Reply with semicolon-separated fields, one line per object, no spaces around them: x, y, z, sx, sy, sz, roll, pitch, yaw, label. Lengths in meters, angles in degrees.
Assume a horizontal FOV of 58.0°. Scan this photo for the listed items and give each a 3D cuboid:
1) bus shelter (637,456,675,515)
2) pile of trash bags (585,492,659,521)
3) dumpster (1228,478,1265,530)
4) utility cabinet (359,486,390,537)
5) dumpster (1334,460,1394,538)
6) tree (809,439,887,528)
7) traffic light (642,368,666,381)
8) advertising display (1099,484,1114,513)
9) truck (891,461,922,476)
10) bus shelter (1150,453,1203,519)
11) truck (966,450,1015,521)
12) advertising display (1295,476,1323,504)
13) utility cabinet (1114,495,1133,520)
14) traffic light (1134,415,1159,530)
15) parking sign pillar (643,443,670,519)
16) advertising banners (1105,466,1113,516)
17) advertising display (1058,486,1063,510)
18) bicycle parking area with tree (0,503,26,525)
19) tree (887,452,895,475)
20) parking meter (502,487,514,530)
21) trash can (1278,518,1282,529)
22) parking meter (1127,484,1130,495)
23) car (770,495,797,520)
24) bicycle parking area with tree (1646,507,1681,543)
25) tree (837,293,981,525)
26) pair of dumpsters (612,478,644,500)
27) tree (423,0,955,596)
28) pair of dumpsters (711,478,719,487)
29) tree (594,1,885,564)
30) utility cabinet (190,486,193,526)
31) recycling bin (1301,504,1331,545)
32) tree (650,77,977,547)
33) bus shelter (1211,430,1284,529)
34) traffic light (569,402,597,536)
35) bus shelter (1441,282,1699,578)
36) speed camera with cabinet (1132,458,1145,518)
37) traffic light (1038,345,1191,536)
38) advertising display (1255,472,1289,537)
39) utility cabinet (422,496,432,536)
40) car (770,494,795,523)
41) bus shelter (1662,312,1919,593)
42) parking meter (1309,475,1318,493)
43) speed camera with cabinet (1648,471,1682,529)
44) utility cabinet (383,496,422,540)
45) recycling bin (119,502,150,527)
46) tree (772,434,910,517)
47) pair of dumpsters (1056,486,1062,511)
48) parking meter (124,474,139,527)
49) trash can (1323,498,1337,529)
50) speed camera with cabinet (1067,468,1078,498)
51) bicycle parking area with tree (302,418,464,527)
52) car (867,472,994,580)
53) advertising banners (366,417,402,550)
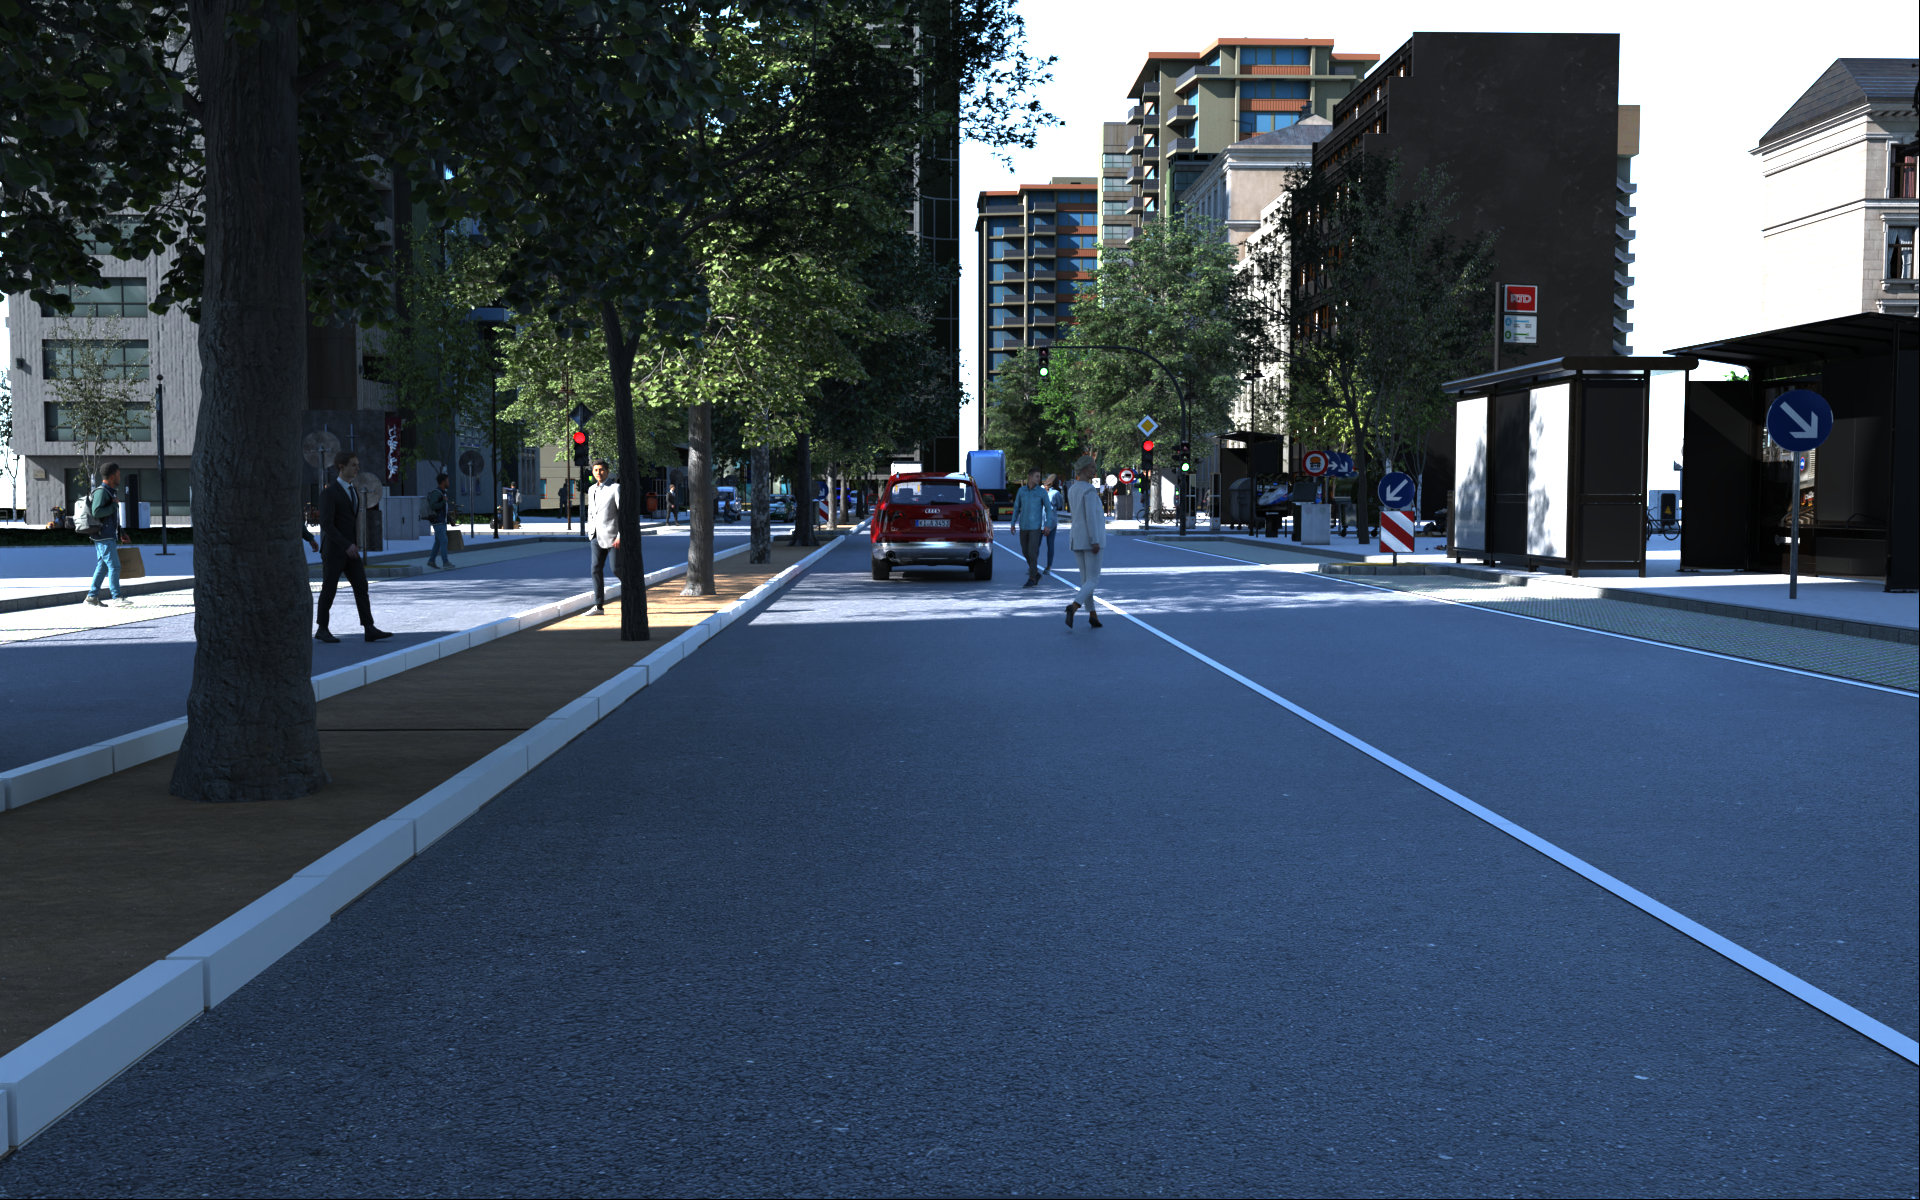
-17.740;-7.334;97.544;2.179;5.291;8.768;0;4;-2;bus shelter
-16.078;-4.441;82.356;3.447;1.369;1.912;-1;4;-14;pile of trash bags
10.348;-3.425;61.760;1.264;1.857;1.865;0;4;-2;dumpster
-17.038;-2.544;50.274;0.318;1.500;1.173;1;4;17;utility cabinet
11.949;-2.952;50.766;1.502;2.255;1.985;0;4;-2;dumpster
-5.268;-7.135;69.471;4.737;8.622;4.395;0;3;0;tree
-9.659;-5.272;60.858;4.771;5.953;1.251;0;4;-2;traffic light
9.743;-6.720;115.085;0.974;1.923;0.123;0;4;4;advertising display
-4.754;-9.968;151.889;2.839;4.237;11.283;0;4;-3;truck
10.524;-5.603;85.533;2.014;3.302;5.546;0;4;-2;bus shelter
1.672;-6.775;100.534;2.967;4.110;18.799;0;4;-1;truck
12.251;-3.405;60.887;0.974;1.923;0.123;1;4;16;advertising display
8.121;-4.586;86.140;1.020;1.237;0.306;-3;4;-37;utility cabinet
6.605;-4.429;61.331;0.839;4.253;0.868;0;4;-2;traffic light
-16.020;-6.291;91.330;1.447;3.967;1.447;-1;4;-19;parking sign pillar
8.499;-6.301;99.215;0.090;3.025;2.074;1;4;18;advertising banners
7.845;-7.959;135.338;0.123;1.923;0.974;-3;5;-44;advertising display
-43.172;-5.195;71.932;8.231;4.147;9.016;0;4;0;bicycle parking area with tree
-6.693;-10.713;127.970;4.737;8.622;4.395;0;3;0;tree
-16.235;-3.290;62.209;0.372;1.533;0.369;0;3;0;parking meter
11.394;-3.141;63.004;0.748;1.137;0.748;0;3;0;trash can
9.873;-5.813;100.750;0.255;1.863;0.399;3;5;42;parking meter
-9.830;-5.160;96.368;2.014;1.417;4.499;0;4;-3;car
21.282;-3.535;44.807;9.016;4.147;8.231;-1;4;-8;bicycle parking area with tree
-5.315;-10.139;78.603;12.009;13.543;11.850;0;3;0;tree
-17.153;-5.237;88.114;1.574;2.255;4.437;0;4;-2;pair of dumpsters
-3.780;-6.355;24.482;7.486;12.596;7.792;0;3;0;tree
-15.483;-6.314;105.722;1.574;2.255;4.437;0;4;-2;pair of dumpsters
-5.335;-10.850;35.748;12.611;20.169;13.585;0;3;0;tree
-21.537;-2.497;49.498;1.173;1.500;0.318;3;4;38;utility cabinet
9.056;-1.926;44.048;0.722;1.027;0.722;1;4;12;recycling bin
-4.273;-7.813;47.203;9.611;12.733;9.660;0;3;0;tree
11.069;-4.628;66.945;1.731;3.624;6.357;0;4;-2;bus shelter
-11.505;-3.906;52.778;0.839;4.253;0.868;0;4;-2;traffic light
10.047;-3.239;30.594;2.179;5.291;8.768;0;4;-2;bus shelter
9.588;-6.038;93.052;0.660;3.252;2.038;0;4;1;speed camera with cabinet
4.759;-4.800;53.145;4.771;5.953;1.251;0;4;-2;traffic light
9.228;-2.816;51.247;0.974;1.923;0.123;0;4;1;advertising display
-16.696;-2.552;52.893;1.020;1.237;0.306;-1;4;-9;utility cabinet
-9.354;-4.592;86.873;2.131;1.459;4.920;0;3;0;car
12.472;-2.091;25.476;1.731;3.624;6.357;0;4;-2;bus shelter
10.905;-2.924;53.512;0.255;1.863;0.399;1;4;15;parking meter
26.508;-4.266;64.084;2.038;3.252;0.660;-1;4;-17;speed camera with cabinet
-15.604;-2.274;48.350;1.020;1.237;0.306;2;4;23;utility cabinet
-25.345;-2.478;53.074;0.722;1.027;0.722;2;4;29;recycling bin
-6.129;-10.889;106.251;9.928;11.665;9.643;0;3;0;tree
6.928;-7.941;132.329;1.574;2.255;4.437;0;4;-2;pair of dumpsters
-24.423;-2.774;51.072;0.399;1.863;0.255;3;5;42;parking meter
13.733;-3.237;64.584;0.748;1.137;0.748;0;3;0;trash can
9.474;-8.645;135.676;2.038;3.252;0.660;3;5;39;speed camera with cabinet
-23.570;-4.807;65.593;8.231;4.147;9.016;1;4;17;bicycle parking area with tree
-0.507;-1.326;30.352;2.281;1.827;5.304;0;4;-1;car
-13.515;-2.657;39.625;2.074;3.025;0.090;2;4;27;advertising banners
